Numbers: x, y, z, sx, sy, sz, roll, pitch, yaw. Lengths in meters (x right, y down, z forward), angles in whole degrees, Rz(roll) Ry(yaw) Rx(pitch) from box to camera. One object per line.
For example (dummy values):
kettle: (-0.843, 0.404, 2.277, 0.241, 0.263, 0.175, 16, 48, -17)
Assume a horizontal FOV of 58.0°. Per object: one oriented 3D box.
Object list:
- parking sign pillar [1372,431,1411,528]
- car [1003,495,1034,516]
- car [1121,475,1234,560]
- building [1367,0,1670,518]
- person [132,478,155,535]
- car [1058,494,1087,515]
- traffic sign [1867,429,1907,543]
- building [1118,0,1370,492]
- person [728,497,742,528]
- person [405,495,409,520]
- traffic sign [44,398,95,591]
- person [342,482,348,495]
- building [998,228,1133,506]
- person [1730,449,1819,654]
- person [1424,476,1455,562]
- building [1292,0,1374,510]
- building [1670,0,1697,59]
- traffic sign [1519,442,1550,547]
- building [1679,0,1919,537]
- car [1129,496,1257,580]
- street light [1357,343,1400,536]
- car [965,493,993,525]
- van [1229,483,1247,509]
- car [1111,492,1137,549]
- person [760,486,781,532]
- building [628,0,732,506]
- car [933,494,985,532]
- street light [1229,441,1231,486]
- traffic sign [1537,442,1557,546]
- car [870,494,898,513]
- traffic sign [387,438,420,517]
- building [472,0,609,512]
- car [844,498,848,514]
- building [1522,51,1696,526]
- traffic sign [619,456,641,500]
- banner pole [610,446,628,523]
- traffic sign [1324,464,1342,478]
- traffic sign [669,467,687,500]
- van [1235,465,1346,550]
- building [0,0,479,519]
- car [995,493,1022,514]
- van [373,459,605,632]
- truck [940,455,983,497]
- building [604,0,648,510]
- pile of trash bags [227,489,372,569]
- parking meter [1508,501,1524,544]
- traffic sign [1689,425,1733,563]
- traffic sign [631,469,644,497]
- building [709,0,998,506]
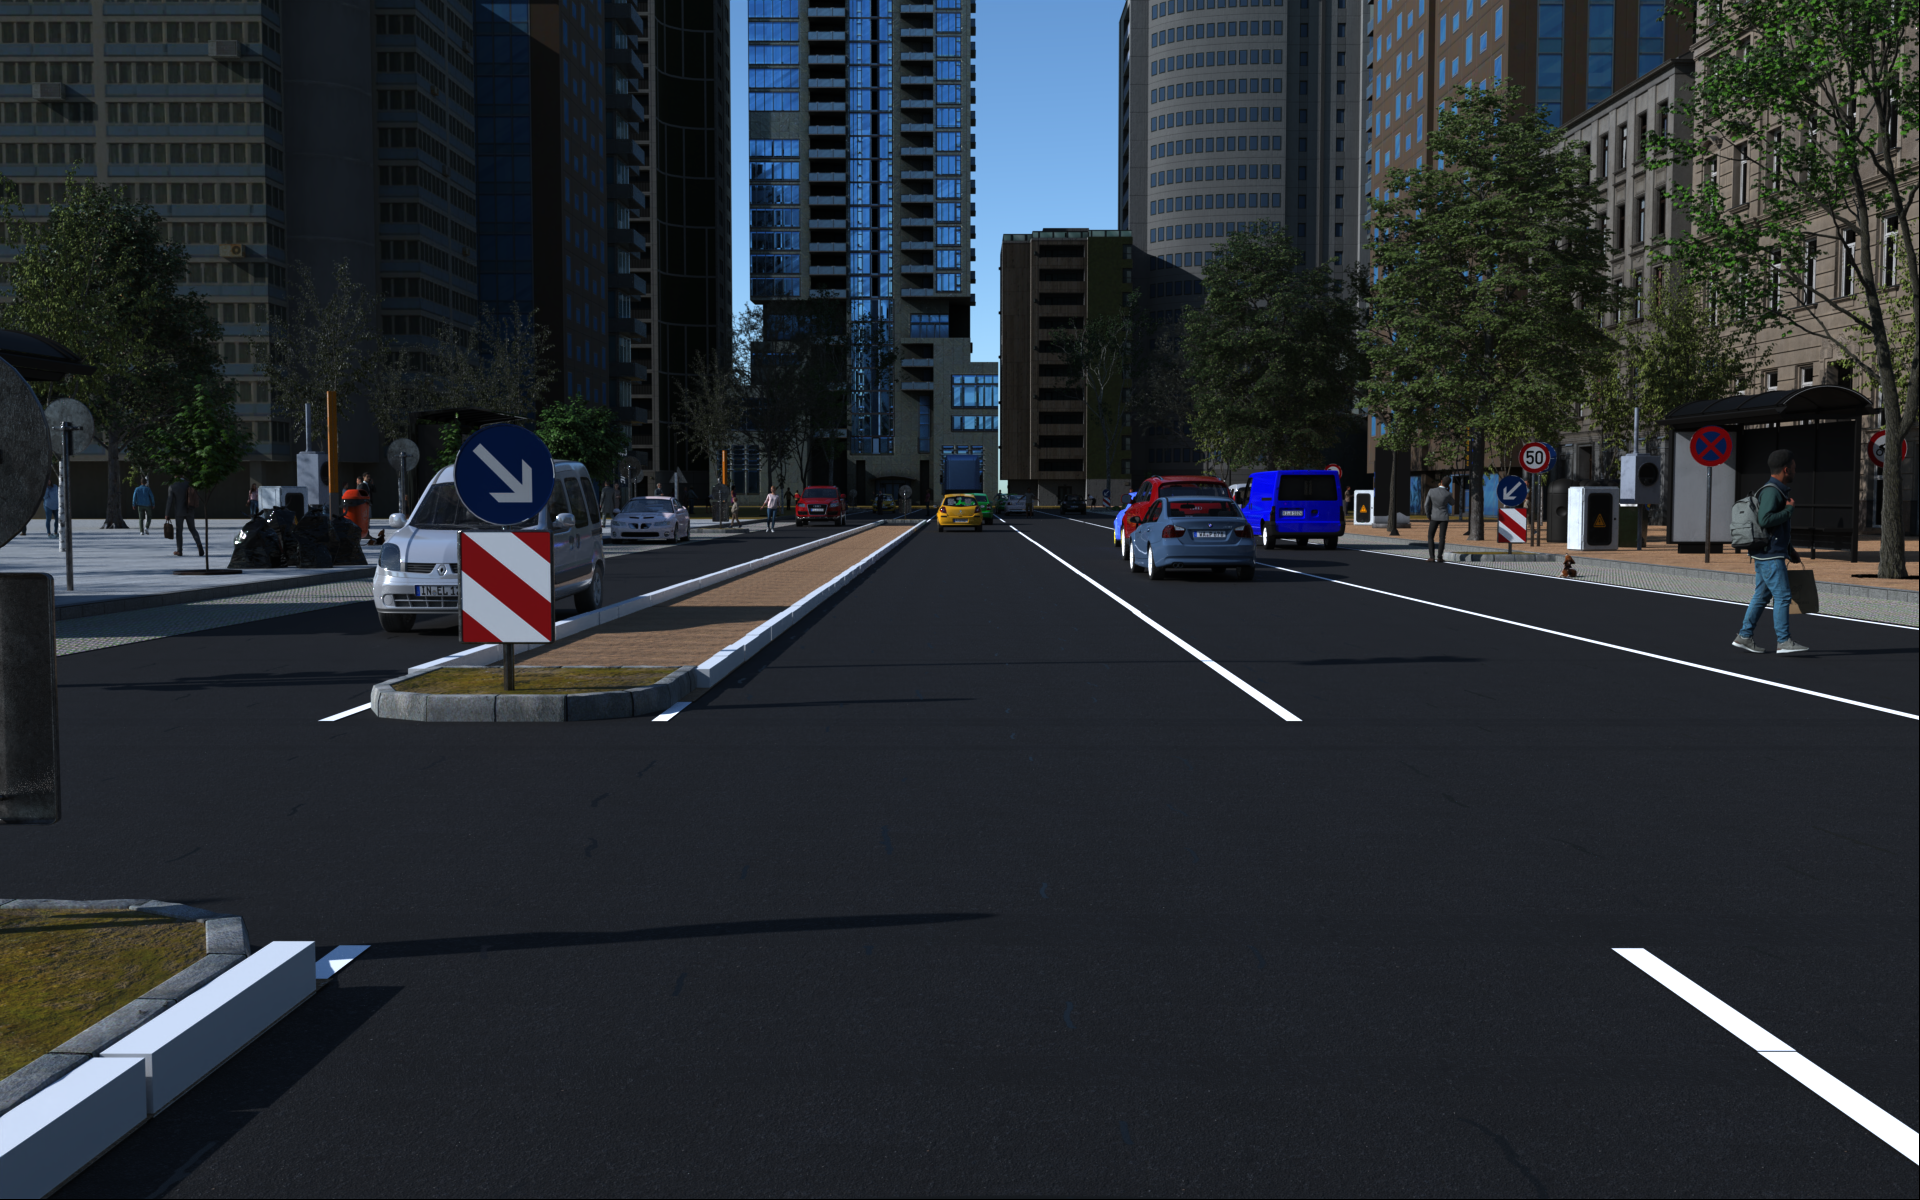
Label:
parking sign pillar: (16.252, -4.688, 65.122, 1.447, 3.967, 1.447, 0, 4, 7)
car: (3.904, -6.260, 114.719, 2.083, 1.381, 4.827, 0, 4, 0)
car: (4.533, -1.663, 35.864, 2.281, 1.827, 5.304, 0, 4, 0)
building: (34.860, -28.172, 110.722, 14.600, 45.320, 14.200, 0, 4, 0)
person: (-25.577, -2.929, 54.271, 0.601, 1.785, 0.444, -1, 4, -14)
car: (7.937, -6.837, 121.566, 2.009, 1.686, 4.222, 0, 4, 1)
traffic sign: (18.193, -2.078, 34.079, 0.768, 2.556, 0.104, 0, 4, 3)
building: (32.598, -39.929, 194.831, 28.212, 58.520, 21.231, 0, 4, 0)
person: (-9.444, -3.674, 72.847, 0.640, 1.303, 0.475, -3, 5, -41)
person: (-23.666, -3.866, 73.914, 0.373, 1.253, 0.362, 2, 4, 35)
traffic sign: (-11.823, -1.396, 22.936, 0.768, 2.556, 0.104, 0, 4, 6)
person: (-23.260, -3.624, 65.866, 0.524, 1.755, 0.480, -2, 4, -24)
building: (11.427, -25.644, 190.978, 14.107, 30.474, 14.160, 0, 4, 0)
person: (7.268, -0.424, 15.418, 0.713, 1.824, 0.794, 3, 5, 43)
person: (10.059, -1.694, 36.379, 0.592, 1.802, 0.473, 2, 4, 32)
building: (39.880, -50.112, 132.011, 22.319, 86.520, 31.000, 0, 4, 0)
building: (35.214, -27.305, 96.548, 14.600, 45.320, 14.200, 0, 4, 0)
traffic sign: (13.991, -2.579, 42.269, 0.768, 2.556, 0.104, 0, 4, 1)
building: (34.294, -15.819, 55.899, 12.463, 27.353, 25.104, 0, 4, 0)
car: (4.008, -1.109, 30.133, 2.014, 1.417, 4.499, 0, 4, -1)
street light: (12.916, -4.948, 53.449, 1.470, 5.913, 1.316, 0, 4, 0)
car: (0.605, -4.472, 81.906, 1.959, 1.807, 4.718, 0, 4, -2)
van: (11.402, -3.831, 69.648, 2.013, 2.044, 4.112, 0, 4, 0)
car: (5.013, -2.224, 45.950, 1.945, 1.707, 3.694, 0, 4, 1)
person: (-7.137, -3.417, 65.041, 0.731, 1.740, 0.598, -1, 4, -17)
building: (-37.155, -46.202, 193.660, 20.611, 71.187, 20.563, 0, 4, 0)
car: (-0.027, -3.456, 66.731, 2.015, 1.641, 3.980, 0, 4, -1)
street light: (13.054, -7.008, 87.127, 1.470, 5.913, 1.316, 0, 4, 0)
traffic sign: (14.212, -2.592, 42.483, 0.768, 2.556, 0.104, 1, 4, 9)
car: (-5.667, -7.291, 129.428, 2.015, 1.641, 3.980, 0, 4, -1)
traffic sign: (-12.662, -2.403, 39.397, 0.768, 2.556, 0.104, 0, 4, 5)
building: (-32.382, -28.602, 117.758, 14.600, 45.320, 14.200, 0, 4, 0)
car: (-8.866, -6.745, 122.865, 1.945, 1.354, 3.894, 0, 4, -1)
building: (33.060, -14.009, 78.197, 9.793, 20.994, 18.267, 0, 4, 0)
traffic sign: (-11.063, -3.543, 58.041, 0.768, 2.556, 0.104, 0, 4, 7)
banner pole: (-15.246, -5.354, 77.551, 0.863, 3.779, 0.401, 0, 4, 3)
traffic sign: (15.671, -4.451, 72.873, 0.768, 2.556, 0.104, 0, 4, 2)
traffic sign: (-13.309, -5.001, 81.768, 0.884, 2.594, 0.081, 0, 4, 5)
van: (8.758, -2.568, 46.364, 2.240, 2.365, 5.245, 0, 4, -1)
building: (-41.532, -24.893, 98.875, 32.217, 40.220, 23.993, 0, 4, 0)
car: (3.508, -7.113, 125.099, 1.959, 1.807, 4.718, 0, 4, -2)
van: (-5.146, -0.751, 19.284, 2.013, 2.044, 4.112, 0, 4, 1)
truck: (0.323, -7.508, 112.511, 2.967, 4.110, 18.799, 0, 4, -2)
building: (-40.867, -31.598, 136.231, 30.456, 49.044, 23.786, 0, 4, 0)
pile of trash bags: (-11.605, -1.318, 31.308, 1.912, 1.369, 3.447, 0, 4, 7)
parking meter: (14.408, -2.231, 44.887, 0.372, 1.533, 0.369, 0, 3, 0)
traffic sign: (13.936, -1.964, 32.220, 0.768, 2.556, 0.104, 0, 4, 8)
traffic sign: (-15.088, -4.919, 80.539, 0.768, 2.556, 0.104, 0, 4, 3)
building: (-11.347, -53.926, 194.356, 31.000, 86.520, 22.319, 0, 4, 0)
